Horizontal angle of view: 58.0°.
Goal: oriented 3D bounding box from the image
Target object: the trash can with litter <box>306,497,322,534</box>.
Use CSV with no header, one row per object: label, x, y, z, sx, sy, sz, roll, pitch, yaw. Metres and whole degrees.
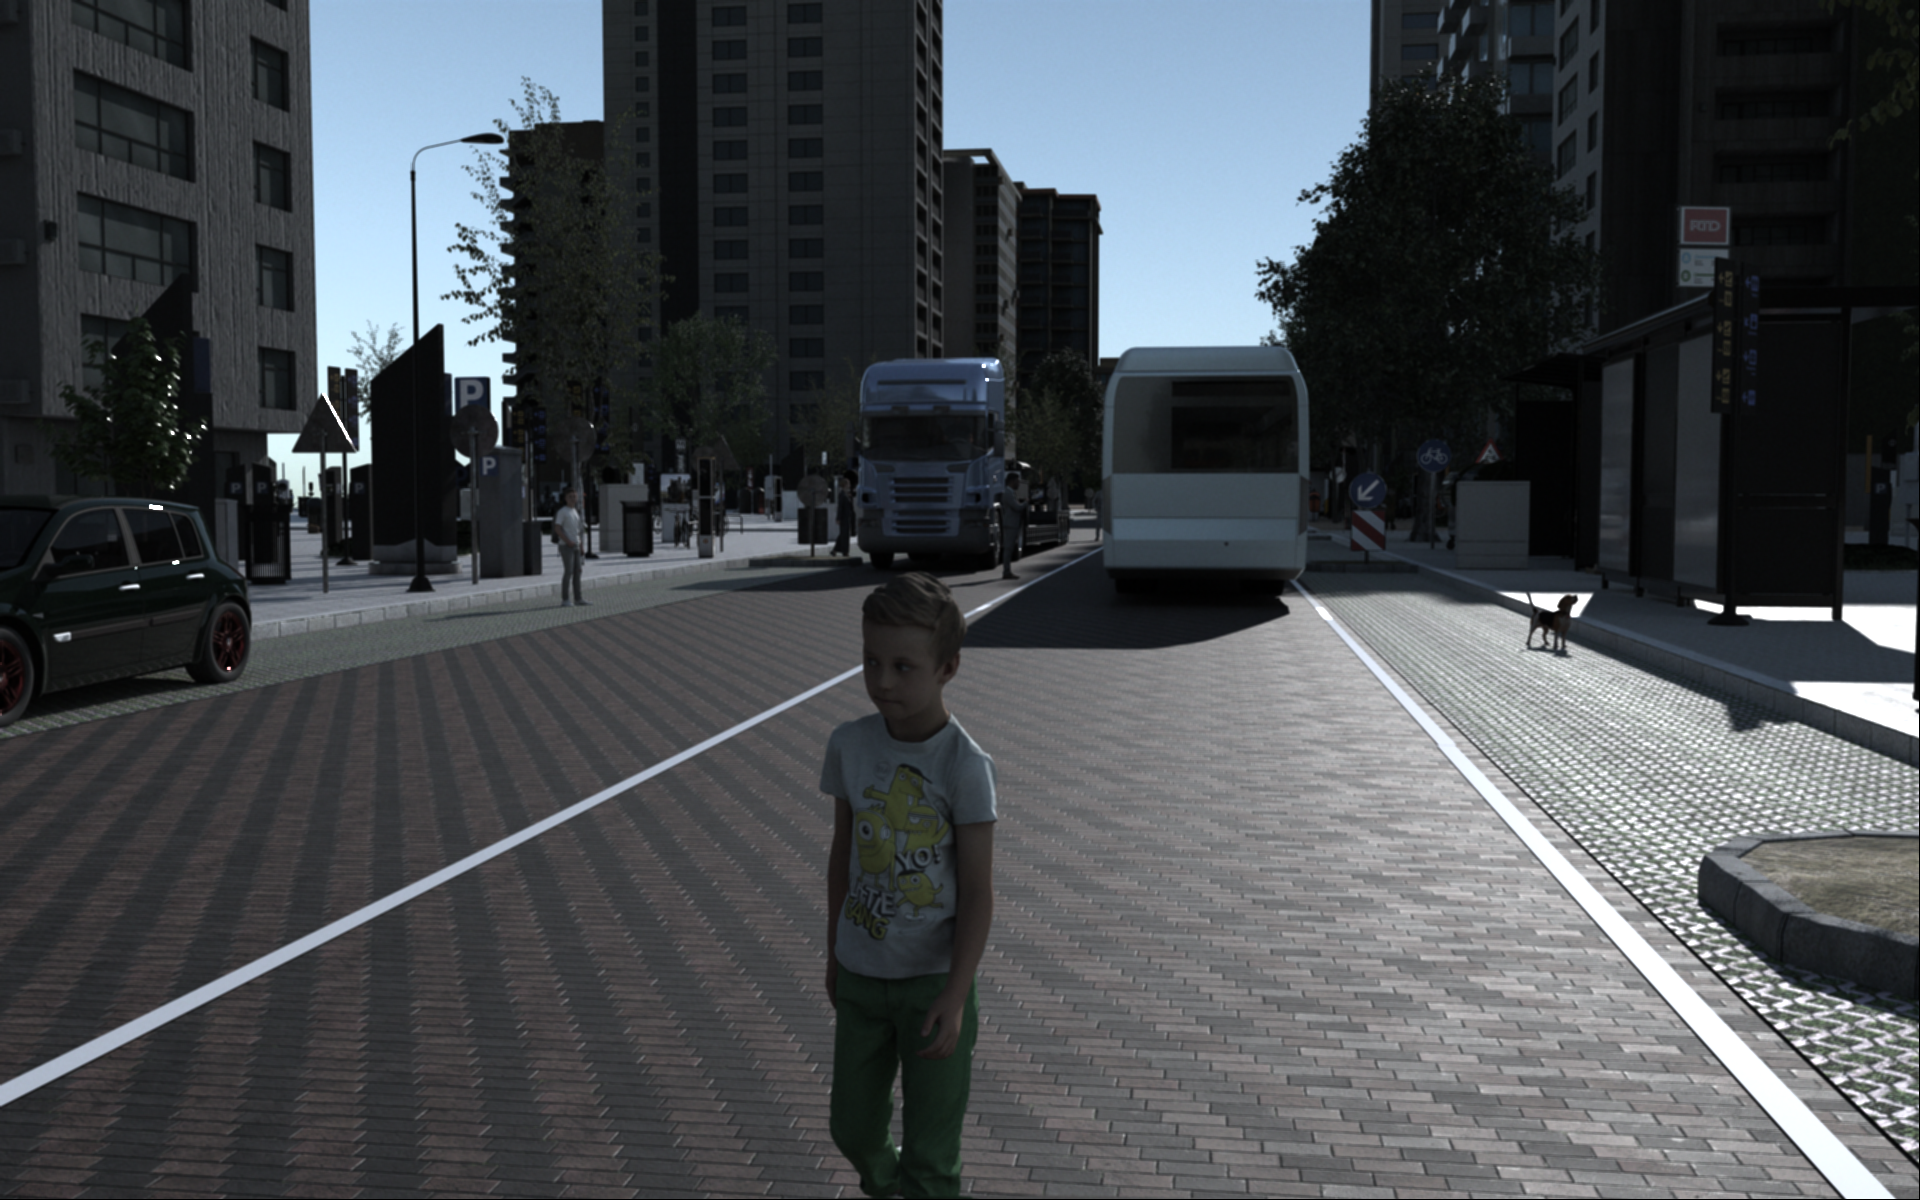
trash can with litter,-21.038,-2.766,56.618,0.624,1.170,1.055,-1,4,-17

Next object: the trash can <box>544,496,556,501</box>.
trash can,-26.555,-6.153,112.257,0.748,1.137,0.748,0,3,0

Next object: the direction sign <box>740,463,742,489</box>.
direction sign,-16.219,-8.341,128.379,0.379,3.537,0.876,-1,4,-18

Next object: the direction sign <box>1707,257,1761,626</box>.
direction sign,7.550,-1.524,16.915,0.876,3.537,0.379,-3,5,-40

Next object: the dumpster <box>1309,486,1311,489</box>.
dumpster,18.056,-5.280,92.087,1.264,1.857,1.865,0,4,8

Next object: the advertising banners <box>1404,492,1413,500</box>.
advertising banners,32.619,-7.843,124.422,2.074,3.025,0.090,-2,4,-30

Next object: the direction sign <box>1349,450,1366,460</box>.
direction sign,20.398,-5.927,88.896,0.876,3.537,0.379,1,4,16

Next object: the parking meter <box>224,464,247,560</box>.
parking meter,-14.002,-1.699,33.493,0.399,1.863,0.255,-1,4,-21

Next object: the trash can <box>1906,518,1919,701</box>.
trash can,5.964,0.090,10.179,0.748,1.137,0.748,0,3,0

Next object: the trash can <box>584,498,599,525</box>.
trash can,-15.300,-3.691,72.005,0.748,1.137,0.748,0,3,0

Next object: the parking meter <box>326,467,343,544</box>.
parking meter,-13.227,-1.886,36.541,0.255,1.863,0.399,0,4,7

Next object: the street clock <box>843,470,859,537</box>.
street clock,-3.251,-2.904,52.048,0.471,2.002,0.358,2,4,26

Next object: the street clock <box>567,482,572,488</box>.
street clock,-24.178,-6.311,107.748,0.358,2.002,0.471,2,4,24

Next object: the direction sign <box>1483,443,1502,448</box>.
direction sign,23.703,-5.207,77.124,0.876,3.537,0.379,1,4,17

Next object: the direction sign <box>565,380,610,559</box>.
direction sign,-7.407,-2.601,34.526,0.876,3.537,0.379,0,4,0

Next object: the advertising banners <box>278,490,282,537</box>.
advertising banners,-21.086,-3.380,51.454,0.090,3.025,2.074,2,4,34

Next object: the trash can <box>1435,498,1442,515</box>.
trash can,28.826,-5.676,104.459,0.748,1.137,0.748,0,3,0

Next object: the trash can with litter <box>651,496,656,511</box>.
trash can with litter,-22.664,-7.025,126.239,1.055,1.170,0.624,0,4,7

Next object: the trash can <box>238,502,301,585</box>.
trash can,-9.841,-0.793,24.615,0.748,1.137,0.748,0,3,0

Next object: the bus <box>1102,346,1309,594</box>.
bus,3.846,-2.038,28.187,2.948,3.499,13.247,0,4,7

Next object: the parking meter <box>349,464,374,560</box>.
parking meter,-11.588,-1.702,33.534,0.399,1.863,0.255,0,4,3

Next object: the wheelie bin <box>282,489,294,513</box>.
wheelie bin,-45.892,-6.742,118.146,0.980,1.594,0.693,0,4,-5

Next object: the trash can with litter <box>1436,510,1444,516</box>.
trash can with litter,28.117,-5.531,101.489,2.233,1.210,1.678,-1,4,-21

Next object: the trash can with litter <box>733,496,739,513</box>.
trash can with litter,-14.807,-6.641,119.634,2.233,1.210,1.678,-2,4,-26

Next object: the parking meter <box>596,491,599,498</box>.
parking meter,-25.629,-6.969,122.346,0.372,1.533,0.369,0,3,0

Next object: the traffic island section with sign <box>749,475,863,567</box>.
traffic island section with sign,-3.015,-1.593,34.666,1.989,1.847,2.006,1,4,8

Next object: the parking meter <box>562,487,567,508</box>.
parking meter,-31.391,-8.062,137.519,0.399,1.863,0.255,-3,5,-41

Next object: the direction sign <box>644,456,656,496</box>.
direction sign,-18.552,-6.749,102.337,0.876,3.537,0.379,-1,4,-15

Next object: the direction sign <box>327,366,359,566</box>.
direction sign,-11.068,-2.395,31.158,0.379,3.537,0.876,1,4,14

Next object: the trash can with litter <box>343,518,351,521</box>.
trash can with litter,-29.329,-4.356,82.276,2.233,1.210,1.678,0,4,4

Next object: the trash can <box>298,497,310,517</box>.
trash can,-36.268,-5.146,95.793,0.748,1.137,0.748,0,3,0

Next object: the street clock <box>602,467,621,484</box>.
street clock,-9.182,-2.514,45.666,0.471,2.002,0.358,2,4,30

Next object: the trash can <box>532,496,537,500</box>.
trash can,-27.609,-6.116,111.643,0.748,1.137,0.748,0,3,0

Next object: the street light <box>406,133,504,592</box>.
street light,-6.560,-3.057,22.529,1.470,5.913,1.316,1,4,8

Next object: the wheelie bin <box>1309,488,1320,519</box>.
wheelie bin,17.858,-4.868,87.500,0.693,1.594,0.980,1,4,14

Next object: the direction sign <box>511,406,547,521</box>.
direction sign,-11.168,-3.238,44.933,0.876,3.537,0.379,-1,4,-23

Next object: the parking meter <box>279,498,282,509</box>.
parking meter,-47.929,-6.947,121.999,0.372,1.533,0.369,0,3,0

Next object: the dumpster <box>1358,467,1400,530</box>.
dumpster,15.039,-3.677,62.609,1.502,2.255,1.985,0,4,8

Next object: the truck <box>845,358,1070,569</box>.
truck,0.555,-3.082,40.149,2.967,4.110,18.799,1,4,8

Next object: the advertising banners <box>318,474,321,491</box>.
advertising banners,-53.950,-9.314,148.475,2.074,3.025,0.090,0,4,-3

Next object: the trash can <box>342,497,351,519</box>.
trash can,-30.941,-4.643,87.573,0.748,1.137,0.748,0,3,0

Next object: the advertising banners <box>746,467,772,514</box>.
advertising banners,-12.622,-6.979,110.300,2.074,3.025,0.090,0,4,4

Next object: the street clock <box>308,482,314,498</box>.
street clock,-40.104,-6.268,107.058,0.358,2.002,0.471,-1,4,-21

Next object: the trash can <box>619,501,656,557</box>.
trash can,-6.601,-1.458,35.492,0.748,1.137,0.748,0,3,0

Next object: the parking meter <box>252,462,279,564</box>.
parking meter,-12.804,-1.605,31.953,0.399,1.863,0.255,0,4,1

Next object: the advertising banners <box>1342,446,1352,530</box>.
advertising banners,13.979,-4.060,62.572,0.090,3.025,2.074,0,4,5
